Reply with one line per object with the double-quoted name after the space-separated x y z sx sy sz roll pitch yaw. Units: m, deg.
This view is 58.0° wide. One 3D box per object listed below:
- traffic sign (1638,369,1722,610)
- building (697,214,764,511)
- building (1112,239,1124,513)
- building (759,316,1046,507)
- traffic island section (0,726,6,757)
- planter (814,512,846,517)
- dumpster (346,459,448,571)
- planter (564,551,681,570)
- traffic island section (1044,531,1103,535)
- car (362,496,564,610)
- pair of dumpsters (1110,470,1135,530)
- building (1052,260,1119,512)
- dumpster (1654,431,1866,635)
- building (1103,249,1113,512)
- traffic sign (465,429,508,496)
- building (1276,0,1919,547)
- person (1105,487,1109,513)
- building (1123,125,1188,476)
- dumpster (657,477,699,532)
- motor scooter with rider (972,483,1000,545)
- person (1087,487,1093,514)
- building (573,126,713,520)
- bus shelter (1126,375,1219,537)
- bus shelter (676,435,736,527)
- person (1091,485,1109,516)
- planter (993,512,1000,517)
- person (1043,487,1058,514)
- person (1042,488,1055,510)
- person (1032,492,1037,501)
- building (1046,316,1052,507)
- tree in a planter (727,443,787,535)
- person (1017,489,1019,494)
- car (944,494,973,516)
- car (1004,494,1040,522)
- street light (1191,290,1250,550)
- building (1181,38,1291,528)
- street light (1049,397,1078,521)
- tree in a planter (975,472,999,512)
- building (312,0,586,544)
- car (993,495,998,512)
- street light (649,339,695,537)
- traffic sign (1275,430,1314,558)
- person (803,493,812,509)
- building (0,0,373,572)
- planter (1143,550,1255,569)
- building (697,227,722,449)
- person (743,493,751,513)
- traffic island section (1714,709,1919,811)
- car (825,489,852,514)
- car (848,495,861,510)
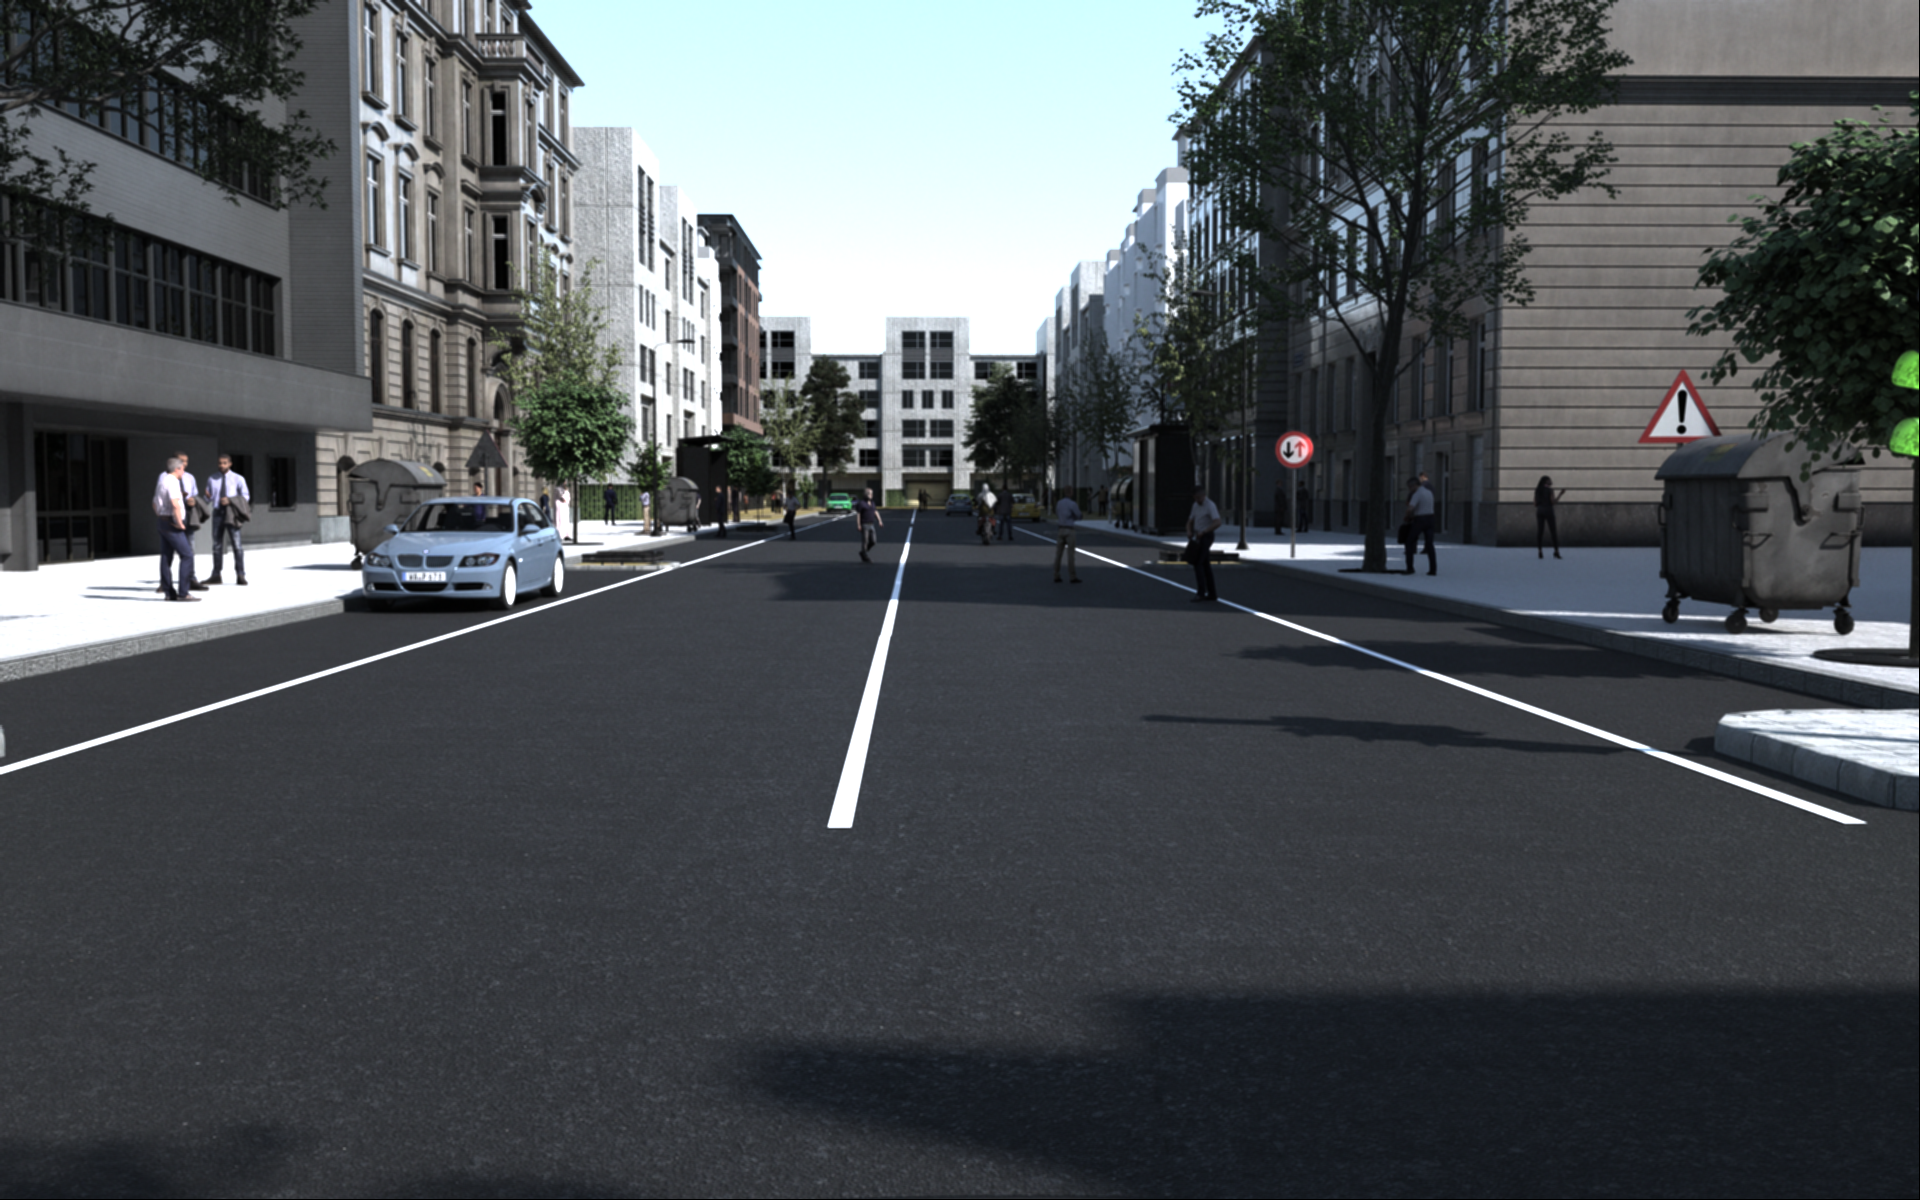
7.534 -1.110 18.154 0.884 2.594 0.081 0 4 3 "traffic sign"
-33.162 -18.112 140.109 32.646 21.610 27.936 0 4 -1 "building"
18.207 -15.301 106.598 16.016 20.091 11.380 0 4 -1 "building"
-7.632 -19.218 180.665 31.486 18.905 16.747 0 4 -1 "building"
-6.208 0.839 8.566 2.009 0.180 2.903 0 4 -1 "traffic island section"
-8.304 -5.484 110.797 1.991 0.319 1.994 0 4 -1 "planter"
-9.642 -1.463 29.679 1.264 1.857 1.865 0 4 -1 "dumpster"
-6.482 -0.761 33.578 1.991 0.319 1.994 0 4 -1 "planter"
3.986 -2.358 61.420 1.991 0.108 1.994 0 4 -1 "traffic island section"
-6.428 -0.664 22.852 2.014 1.417 4.499 0 4 -1 "car"
6.540 -3.729 63.470 1.574 2.255 4.436 0 4 -1 "pair of dumpsters"
17.223 -16.723 139.885 16.747 18.905 31.486 0 4 -1 "building"
7.586 -0.656 16.477 1.264 1.857 1.865 0 4 -1 "dumpster"
17.968 -15.996 117.954 16.016 20.091 11.380 0 4 -1 "building"
-9.487 -2.122 34.703 0.884 2.594 0.081 0 4 3 "traffic sign"
18.243 -15.643 53.028 12.463 27.353 25.104 0 4 -1 "building"
9.406 -6.371 111.129 0.541 1.710 0.530 1 4 13 "person"
17.731 -14.563 94.526 16.016 20.091 11.380 0 4 -1 "building"
-9.580 -3.233 58.619 1.264 1.857 1.865 0 4 -1 "dumpster"
0.775 -2.448 48.988 0.876 1.779 1.986 0 4 -2 "motor scooter with rider"
8.166 -6.309 109.912 0.721 1.735 1.217 0 4 0 "person"
-24.465 -14.232 99.148 16.747 18.905 31.486 0 4 -1 "building"
6.669 -4.820 56.435 2.179 5.291 8.768 0 4 -1 "bus shelter"
-10.414 -4.899 71.383 1.731 3.624 6.357 0 4 -1 "bus shelter"
8.290 -5.808 101.104 1.348 1.812 0.705 -1 4 -13 "person"
2.807 -5.473 110.617 1.991 0.319 1.994 0 4 -1 "planter"
5.882 -6.460 112.217 0.990 1.755 0.434 0 4 -1 "person"
7.216 -8.374 142.913 1.348 1.831 0.705 3 5 43 "person"
5.320 -7.188 126.783 0.599 1.433 0.991 -2 4 -31 "person"
24.163 -19.230 180.863 31.486 18.905 16.747 0 4 -1 "building"
-7.139 -3.909 61.138 1.991 3.239 1.994 0 4 -1 "tree in a planter"
5.460 -9.287 158.604 0.721 1.735 1.217 1 4 18 "person"
-0.062 -6.315 115.259 2.014 1.417 4.499 0 4 -1 "car"
3.171 -4.819 89.020 2.015 1.641 3.980 0 4 -1 "car"
5.966 -4.107 39.689 1.470 5.913 1.316 0 4 -1 "street light"
15.729 -13.802 74.813 9.793 20.994 18.267 0 4 -1 "building"
4.967 -6.762 83.103 1.470 5.913 1.316 0 4 -1 "street light"
2.170 -8.587 137.617 1.991 3.239 1.994 0 4 -1 "tree in a planter"
-21.877 -14.754 60.316 14.460 24.649 34.723 0 4 -1 "building"
2.459 -6.680 121.801 1.945 1.354 3.894 0 4 -3 "car"
-8.632 -4.862 52.029 1.470 5.913 1.316 0 4 -1 "street light"
6.686 -2.117 34.714 0.768 2.556 0.104 0 4 8 "traffic sign"
-13.332 -8.837 150.549 0.705 1.821 1.348 -3 5 -40 "person"
-21.157 -12.747 27.486 14.314 24.678 30.058 0 4 -1 "building"
4.633 -0.786 33.997 1.991 0.319 1.994 0 4 -1 "planter"
-24.687 -16.152 120.504 16.016 20.091 11.380 0 4 -1 "building"
-14.199 -6.475 115.165 0.557 1.426 1.065 1 4 18 "person"
5.230 0.823 8.831 2.009 0.180 2.903 0 4 -1 "traffic island section"
-8.787 -7.157 125.805 1.959 1.807 4.718 0 4 -2 "car"
-9.260 -8.100 145.010 1.945 1.354 3.894 0 4 0 "car"
